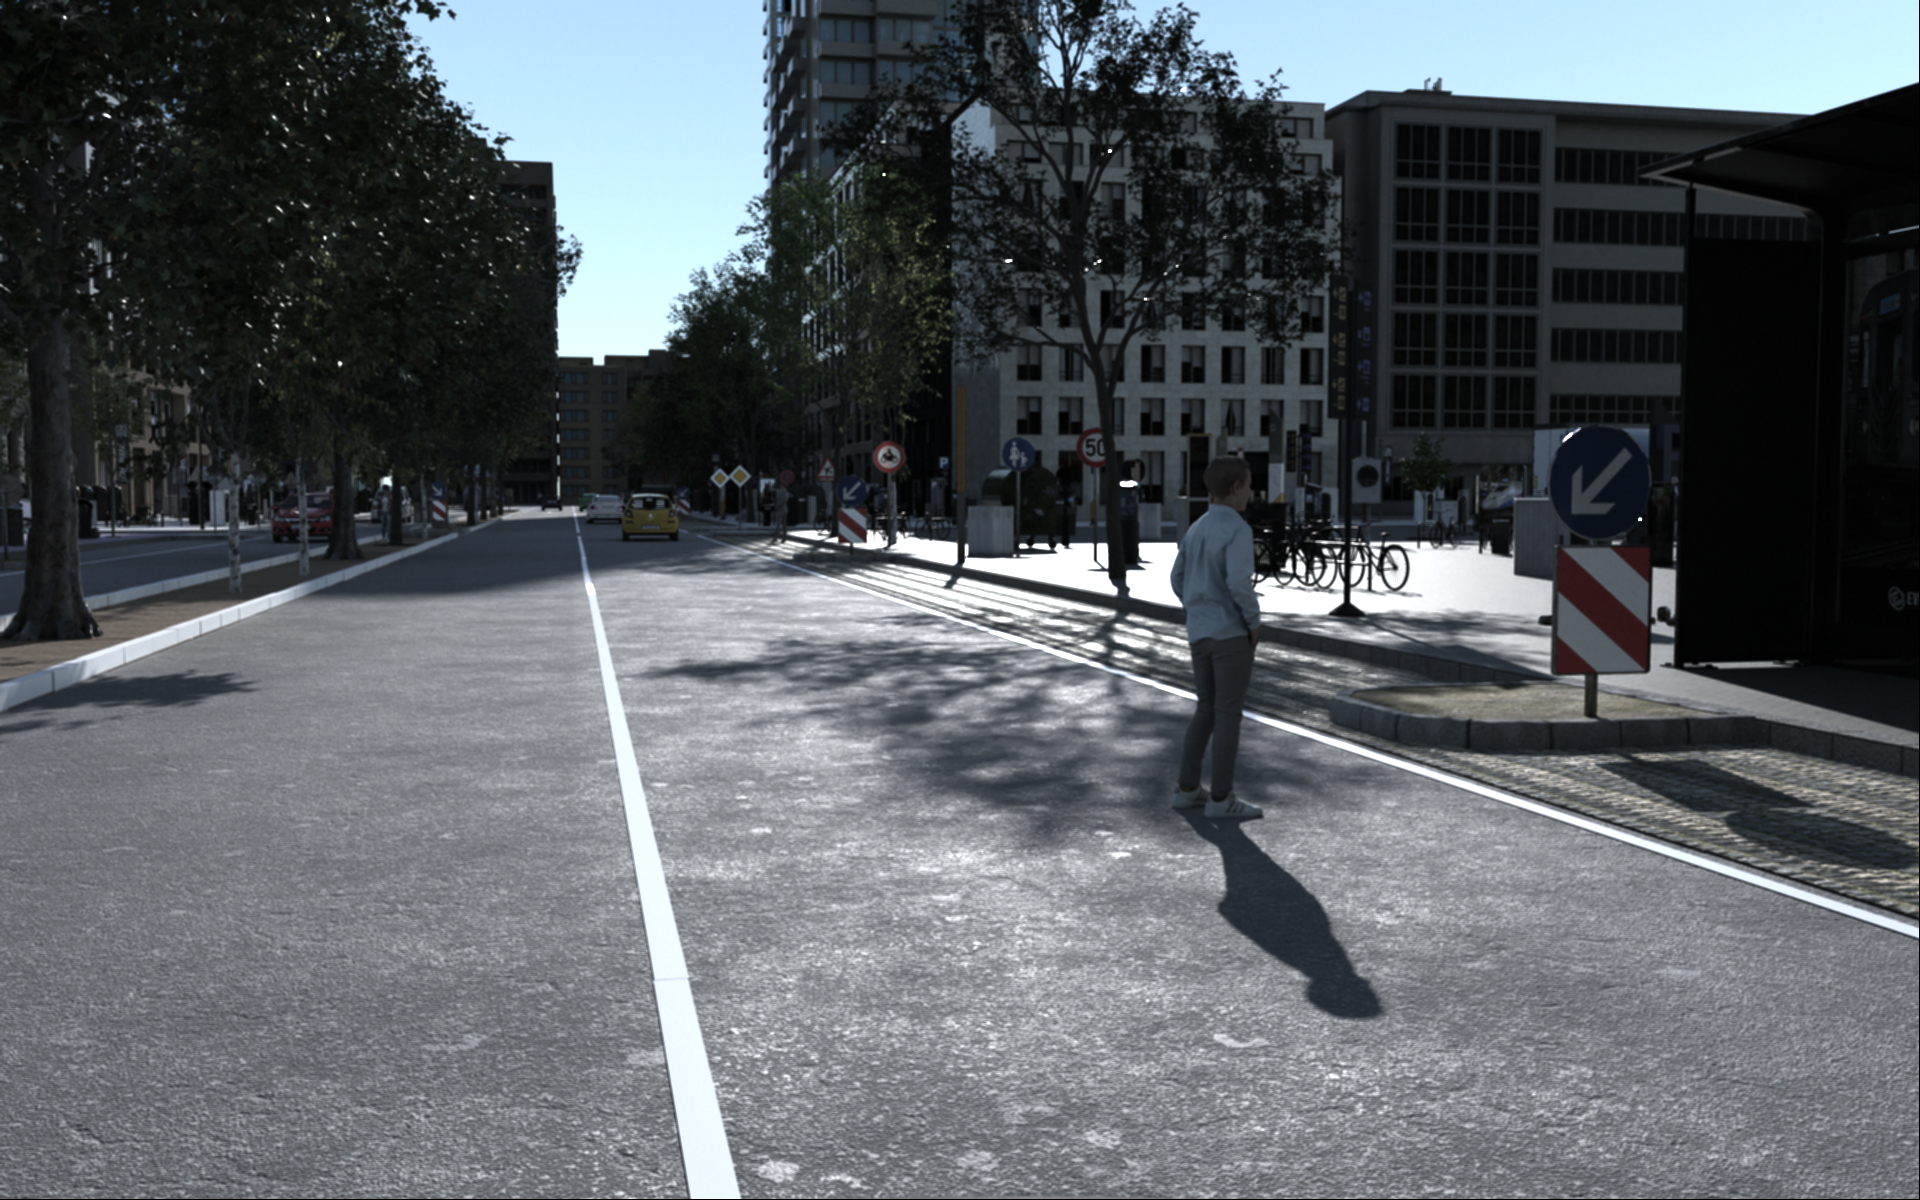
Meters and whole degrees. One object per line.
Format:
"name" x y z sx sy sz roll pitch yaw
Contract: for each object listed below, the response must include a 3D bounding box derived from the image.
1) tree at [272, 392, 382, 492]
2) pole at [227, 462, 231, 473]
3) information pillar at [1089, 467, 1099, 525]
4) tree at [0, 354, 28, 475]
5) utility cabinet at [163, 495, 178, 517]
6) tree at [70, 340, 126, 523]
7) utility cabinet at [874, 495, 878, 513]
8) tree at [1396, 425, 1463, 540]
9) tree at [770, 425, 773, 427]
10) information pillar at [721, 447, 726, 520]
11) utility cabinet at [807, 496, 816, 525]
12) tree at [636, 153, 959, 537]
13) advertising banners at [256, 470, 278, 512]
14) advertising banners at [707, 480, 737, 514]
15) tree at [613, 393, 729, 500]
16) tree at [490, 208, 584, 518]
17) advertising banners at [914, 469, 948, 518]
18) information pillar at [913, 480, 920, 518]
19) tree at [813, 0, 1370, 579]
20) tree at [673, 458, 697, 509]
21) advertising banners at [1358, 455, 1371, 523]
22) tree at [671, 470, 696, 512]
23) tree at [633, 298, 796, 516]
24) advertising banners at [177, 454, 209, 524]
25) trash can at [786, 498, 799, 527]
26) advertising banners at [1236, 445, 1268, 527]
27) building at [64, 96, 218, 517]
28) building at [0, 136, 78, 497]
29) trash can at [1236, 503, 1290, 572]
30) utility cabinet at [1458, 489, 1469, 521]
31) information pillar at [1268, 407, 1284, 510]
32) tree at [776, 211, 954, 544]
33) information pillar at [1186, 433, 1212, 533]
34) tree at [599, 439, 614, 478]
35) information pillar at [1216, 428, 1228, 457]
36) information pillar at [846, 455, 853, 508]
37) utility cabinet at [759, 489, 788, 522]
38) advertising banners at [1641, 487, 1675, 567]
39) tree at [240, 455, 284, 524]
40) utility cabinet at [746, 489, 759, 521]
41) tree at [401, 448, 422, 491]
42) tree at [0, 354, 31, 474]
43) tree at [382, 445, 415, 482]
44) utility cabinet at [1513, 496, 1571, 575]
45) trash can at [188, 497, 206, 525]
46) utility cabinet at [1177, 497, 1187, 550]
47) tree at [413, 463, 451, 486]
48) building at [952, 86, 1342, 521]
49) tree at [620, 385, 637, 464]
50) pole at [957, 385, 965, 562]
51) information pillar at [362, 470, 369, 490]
"tree" -34.950 -10.623 91.819 7.486 12.596 7.792 0 3 0
"pole" -30.634 -4.822 72.678 0.158 3.312 0.155 0 3 0
"information pillar" 5.509 -4.868 70.946 0.183 3.616 0.504 -2 4 -28
"tree" -23.781 -5.523 40.670 4.737 8.622 4.395 0 3 0
"utility cabinet" -44.956 -5.360 98.792 1.020 1.237 0.306 1 4 15
"tree" -36.971 -7.643 75.326 4.737 8.622 4.395 0 3 0
"utility cabinet" -3.866 -4.713 88.217 1.020 1.237 0.306 0 4 -4
"tree" 13.035 -3.319 48.872 1.663 3.219 1.824 0 3 0
"tree" -10.890 -10.176 116.742 4.360 8.622 3.978 0 3 0
"information pillar" -11.802 -5.810 86.354 0.183 3.616 0.504 0 4 6
"utility cabinet" -6.207 -3.764 72.703 0.306 1.237 1.020 -1 4 -10
"tree" -3.598 -7.739 52.287 9.928 11.665 9.643 0 3 0
"advertising banners" -50.033 -7.844 124.444 2.074 3.025 0.090 -2 4 -34
"advertising banners" -15.025 -6.888 108.805 2.074 3.025 0.090 -2 4 -28
"tree" -20.501 -11.892 128.840 7.601 10.594 8.767 0 4 7
"tree" -29.590 -15.066 104.673 12.611 20.169 13.585 0 3 0
"advertising banners" -1.491 -5.914 92.889 2.074 3.025 0.090 -2 4 -24
"information pillar" -2.331 -5.445 93.510 0.304 2.012 0.304 1 4 14
"tree" 2.295 -5.626 26.406 8.767 10.594 7.601 -1 4 -21
"tree" -24.246 -12.146 148.941 4.737 8.622 4.395 0 3 0
"advertising banners" 17.866 -4.918 76.593 0.090 3.025 2.074 0 4 -2
"tree" -19.325 -7.803 122.186 1.663 3.219 1.824 0 3 0
"tree" -14.277 -11.261 101.124 9.611 12.733 9.660 0 3 0
"advertising banners" -33.001 -4.830 75.152 2.074 3.025 0.090 1 4 8
"trash can" -6.729 -3.485 68.639 0.748 1.137 0.748 0 3 0
"advertising banners" 10.549 -4.063 62.624 0.090 3.025 2.074 3 5 43
"building" -58.298 -18.339 104.360 19.350 26.468 34.151 -1 4 -13
"building" -48.210 -15.252 78.248 11.050 23.489 19.941 -1 4 -13
"trash can" 5.103 -1.047 28.765 0.748 1.137 0.748 0 3 0
"utility cabinet" 24.048 -4.533 82.798 0.318 1.500 1.173 0 4 4
"information pillar" 8.494 -3.379 46.606 0.183 3.616 0.504 -3 4 -37
"tree" -1.902 -5.742 44.250 4.360 8.622 3.978 0 3 0
"information pillar" 2.922 -1.020 21.174 0.304 2.012 0.304 1 4 9
"tree" -40.146 -17.143 214.699 8.767 10.594 7.601 -2 4 -30
"information pillar" 9.289 -4.289 61.472 0.183 3.616 0.504 -3 5 -43
"information pillar" -6.627 -6.899 104.155 0.504 3.616 0.183 -3 5 -40
"utility cabinet" -8.518 -4.333 79.525 1.173 1.500 0.318 -1 4 -18
"advertising banners" 13.095 -2.095 30.439 2.074 3.025 0.090 1 4 14
"tree" -30.197 -4.935 75.292 1.663 3.219 1.824 0 3 0
"utility cabinet" -9.625 -4.511 82.437 1.173 1.500 0.318 2 4 32
"tree" -45.299 -11.561 139.384 4.360 8.622 3.978 0 3 0
"tree" -34.895 -6.842 62.223 4.360 8.622 3.978 0 3 0
"tree" -42.642 -12.648 124.927 7.486 12.596 7.792 0 3 0
"utility cabinet" 9.317 -0.997 27.456 1.020 1.237 0.306 1 4 12
"trash can" -32.058 -3.738 72.764 0.748 1.137 0.748 0 3 0
"utility cabinet" 5.455 -1.783 40.314 0.306 1.237 1.020 3 5 42
"tree" -56.287 -12.361 185.820 4.285 4.588 4.351 0 3 0
"building" 8.920 -14.169 86.407 16.860 20.320 10.420 -1 4 -13
"tree" -9.435 -9.277 77.434 9.928 11.665 9.643 0 3 0
"pole" 0.022 -2.367 32.538 0.158 3.312 0.155 0 3 0
"information pillar" -45.601 -8.658 132.917 0.504 3.616 0.183 0 4 -3
